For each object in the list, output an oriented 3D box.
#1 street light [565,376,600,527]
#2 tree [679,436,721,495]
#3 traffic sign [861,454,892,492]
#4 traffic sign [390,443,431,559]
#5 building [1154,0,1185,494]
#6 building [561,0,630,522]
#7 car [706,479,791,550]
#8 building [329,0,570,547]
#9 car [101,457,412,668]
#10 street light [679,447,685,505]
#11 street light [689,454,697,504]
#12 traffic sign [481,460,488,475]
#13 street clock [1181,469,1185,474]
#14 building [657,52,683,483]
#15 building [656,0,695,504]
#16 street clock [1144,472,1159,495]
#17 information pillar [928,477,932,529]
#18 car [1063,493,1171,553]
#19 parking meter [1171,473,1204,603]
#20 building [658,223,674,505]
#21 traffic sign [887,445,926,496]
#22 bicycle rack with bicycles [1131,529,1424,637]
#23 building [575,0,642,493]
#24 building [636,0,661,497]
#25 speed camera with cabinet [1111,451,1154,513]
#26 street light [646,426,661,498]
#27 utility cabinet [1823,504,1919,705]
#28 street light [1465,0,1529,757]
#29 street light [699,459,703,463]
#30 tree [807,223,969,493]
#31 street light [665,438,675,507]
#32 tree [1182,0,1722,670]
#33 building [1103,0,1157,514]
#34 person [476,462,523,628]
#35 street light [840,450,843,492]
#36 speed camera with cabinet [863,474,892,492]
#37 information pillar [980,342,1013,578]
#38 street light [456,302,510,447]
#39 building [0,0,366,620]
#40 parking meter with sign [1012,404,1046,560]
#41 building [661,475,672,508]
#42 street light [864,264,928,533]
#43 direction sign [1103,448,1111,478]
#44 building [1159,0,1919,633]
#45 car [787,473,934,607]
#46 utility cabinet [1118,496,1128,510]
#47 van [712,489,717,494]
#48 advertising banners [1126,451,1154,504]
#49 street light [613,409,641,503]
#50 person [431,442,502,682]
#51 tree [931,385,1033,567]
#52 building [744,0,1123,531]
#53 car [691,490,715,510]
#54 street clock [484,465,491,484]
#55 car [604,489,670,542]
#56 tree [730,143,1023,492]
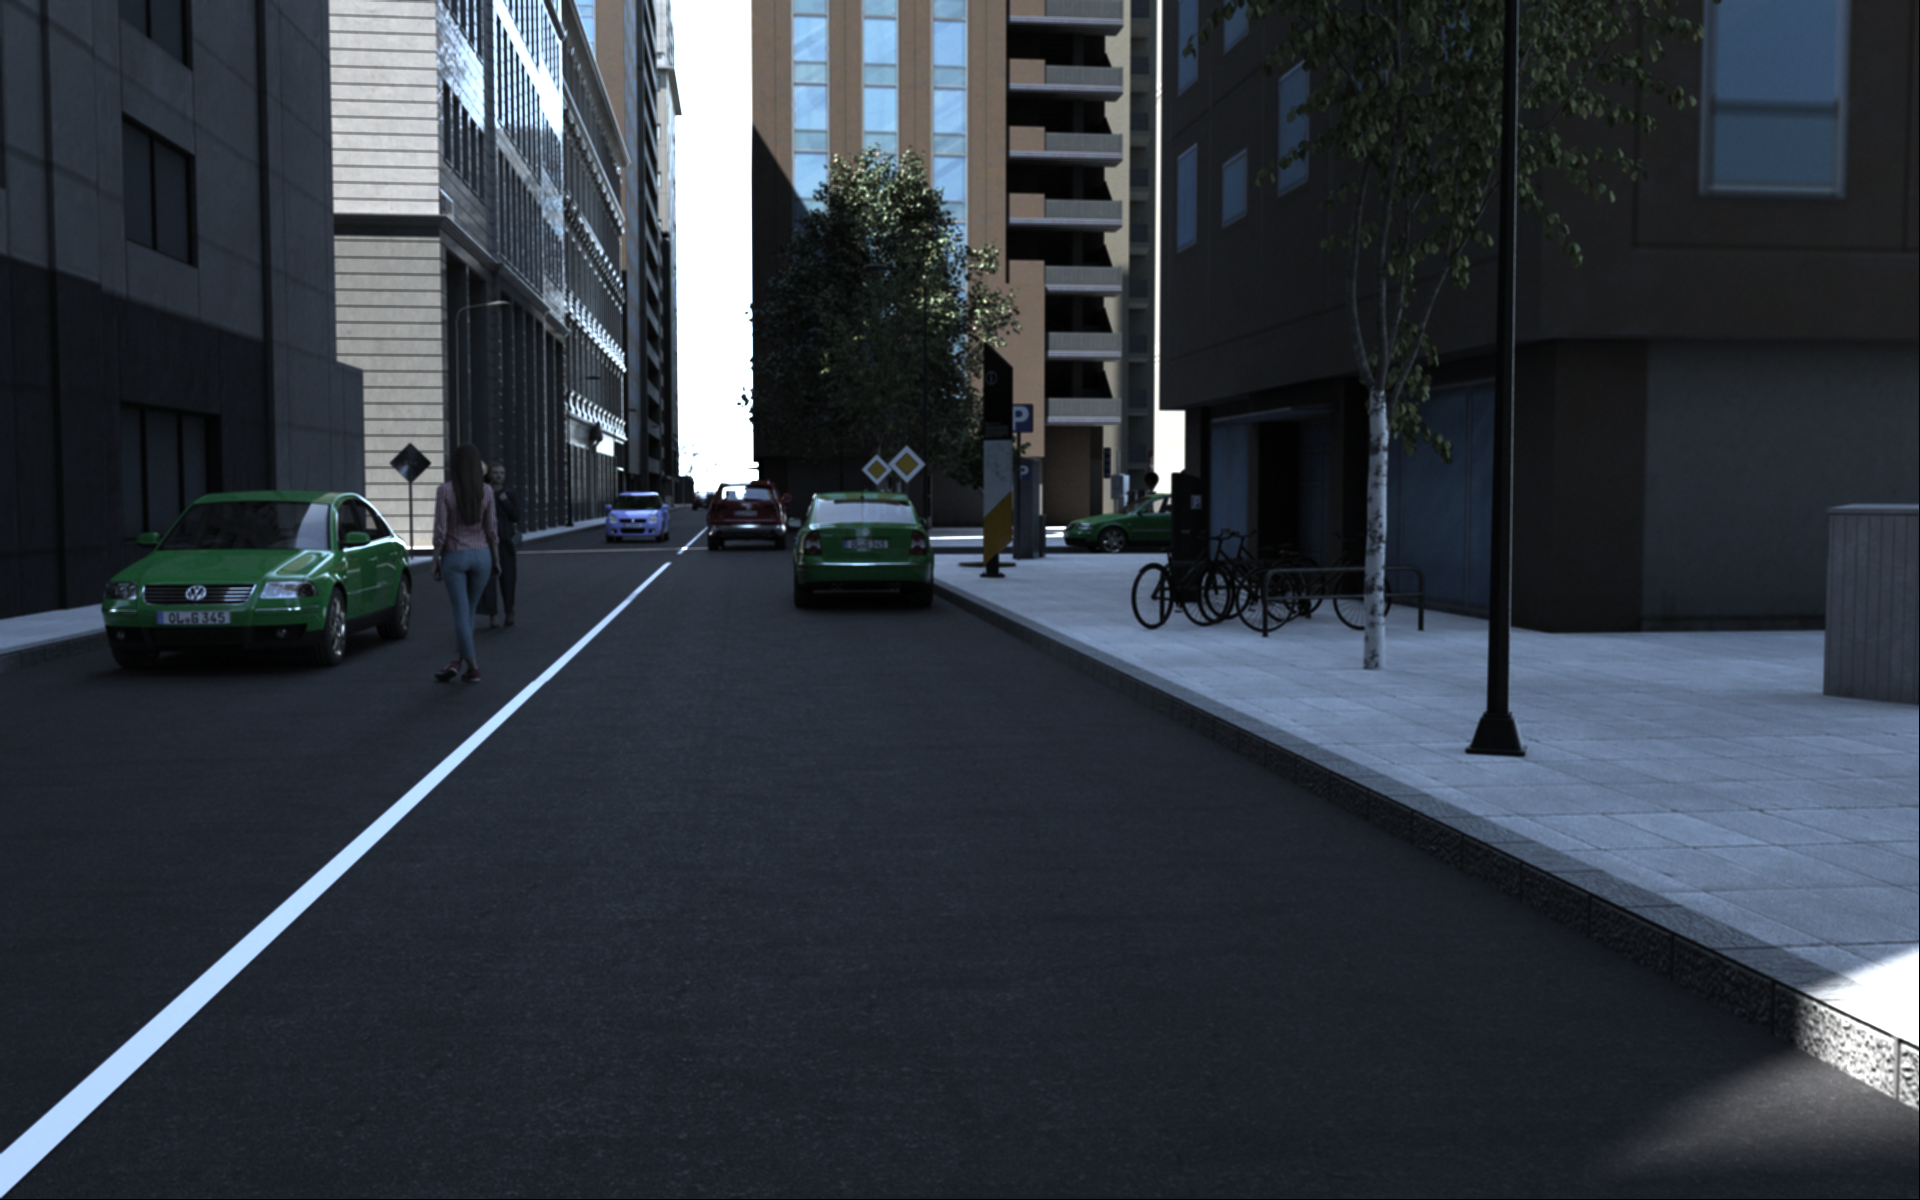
[{"bbox_3d":[-14.891,-5.860,68.350,1.470,5.913,1.316,0,4,-7],"label":"street light"},{"bbox_3d":[-41.735,-20.684,272.598,8.767,10.594,7.601,0,4,-6],"label":"tree"},{"bbox_3d":[-2.073,-2.420,43.203,0.795,2.450,0.064,0,4,-7],"label":"traffic sign"},{"bbox_3d":[-10.806,-1.862,34.090,0.795,2.450,0.064,0,4,-7],"label":"traffic sign"},{"bbox_3d":[17.755,-26.464,56.391,21.600,48.544,21.300,0,4,-7],"label":"building"},{"bbox_3d":[-27.172,-19.248,91.116,17.030,29.872,44.131,0,4,-7],"label":"building"},{"bbox_3d":[-5.644,-2.296,46.210,2.281,1.827,5.304,0,4,-5],"label":"car"},{"bbox_3d":[-19.600,-16.965,54.878,11.434,29.767,29.804,0,4,-7],"label":"building"},{"bbox_3d":[-6.220,-0.423,15.718,1.959,1.807,4.718,0,4,-7],"label":"car"},{"bbox_3d":[-27.747,-12.104,170.440,1.470,5.913,1.316,0,4,-7],"label":"street light"},{"bbox_3d":[-31.465,-13.946,200.558,1.470,5.913,1.316,0,4,-7],"label":"street light"},{"bbox_3d":[-11.795,-2.347,42.014,0.795,2.450,0.064,0,4,-7],"label":"traffic sign"},{"bbox_3d":[6.523,-2.749,49.512,0.471,2.002,0.358,-1,4,-13],"label":"street clock"},{"bbox_3d":[-48.366,-37.990,210.373,28.713,52.752,27.495,0,4,-7],"label":"building"},{"bbox_3d":[-49.884,-49.963,255.152,20.563,71.187,20.611,0,4,-7],"label":"building"},{"bbox_3d":[6.203,-3.160,56.232,0.471,2.002,0.358,1,4,12],"label":"street clock"},{"bbox_3d":[-1.177,-3.565,62.783,0.304,2.012,0.304,0,4,3],"label":"information pillar"},{"bbox_3d":[4.825,-2.000,41.498,4.718,1.807,1.959,-1,4,-8],"label":"car"},{"bbox_3d":[2.697,-0.746,20.610,0.372,1.533,0.369,0,3,0],"label":"parking meter"},{"bbox_3d":[-37.605,-25.103,182.142,14.160,30.474,14.107,0,4,-7],"label":"building"},{"bbox_3d":[-1.084,-1.935,35.279,0.795,2.450,0.064,0,4,-7],"label":"traffic sign"},{"bbox_3d":[2.967,-0.206,16.747,2.925,0.926,2.852,-2,4,-24],"label":"bicycle rack with bicycles"},{"bbox_3d":[-30.091,-28.862,121.997,14.600,45.320,14.200,0,4,-7],"label":"building"},{"bbox_3d":[-35.565,-31.535,139.298,21.300,48.544,21.600,0,4,-7],"label":"building"},{"bbox_3d":[7.938,-5.204,79.426,2.038,3.252,0.660,3,4,36],"label":"speed camera with cabinet"},{"bbox_3d":[-21.190,-8.885,117.812,1.470,5.913,1.316,0,4,-7],"label":"street light"},{"bbox_3d":[5.879,0.031,10.654,0.306,1.237,1.020,-2,4,-32],"label":"utility cabinet"},{"bbox_3d":[2.140,-2.193,8.392,1.470,5.913,1.316,0,4,-7],"label":"street light"},{"bbox_3d":[-34.795,-15.554,226.852,1.470,5.913,1.316,0,4,-7],"label":"street light"},{"bbox_3d":[-1.883,-5.868,46.312,4.737,8.622,4.395,0,3,0],"label":"tree"},{"bbox_3d":[-24.415,-10.494,144.119,1.470,5.913,1.316,0,4,-7],"label":"street light"},{"bbox_3d":[3.280,-3.797,12.441,4.737,8.622,4.395,0,3,0],"label":"tree"},{"bbox_3d":[0.484,-27.494,104.157,22.147,44.769,28.867,0,4,-7],"label":"building"},{"bbox_3d":[-5.017,-0.598,18.692,0.576,1.772,0.534,-1,4,-21],"label":"person"},{"bbox_3d":[-4.986,-5.652,64.956,1.470,5.913,1.316,0,4,-7],"label":"street light"},{"bbox_3d":[-3.047,-4.279,64.299,0.660,3.252,2.038,1,4,13],"label":"speed camera with cabinet"},{"bbox_3d":[0.571,-2.155,26.585,0.504,3.616,0.183,2,4,32],"label":"information pillar"},{"bbox_3d":[-11.544,-4.240,41.863,1.470,5.913,1.316,0,4,-7],"label":"street light"},{"bbox_3d":[-20.693,-35.624,20.698,20.611,71.187,20.563,0,4,-7],"label":"building"},{"bbox_3d":[1.345,-2.335,34.436,0.543,3.016,1.738,1,4,14],"label":"parking meter with sign"},{"bbox_3d":[-43.653,-28.749,161.931,32.217,40.220,23.993,0,4,-7],"label":"building"},{"bbox_3d":[-1.245,-3.833,35.210,1.470,5.913,1.316,0,4,-7],"label":"street light"},{"bbox_3d":[6.937,-5.679,84.847,0.876,3.537,0.379,0,4,2],"label":"direction sign"},{"bbox_3d":[11.110,-22.747,22.024,14.600,45.320,14.200,0,4,-7],"label":"building"},{"bbox_3d":[-1.367,-0.898,23.477,1.959,1.807,4.718,0,4,-5],"label":"car"},{"bbox_3d":[7.135,-3.886,74.694,0.306,1.237,1.020,2,4,27],"label":"utility cabinet"},{"bbox_3d":[-24.809,-10.193,173.672,2.013,2.044,4.112,0,4,-6],"label":"van"},{"bbox_3d":[7.449,-4.587,71.192,0.090,3.025,2.074,-2,4,-28],"label":"advertising banners"},{"bbox_3d":[-18.324,-7.467,94.631,1.470,5.913,1.316,0,4,-7],"label":"street light"},{"bbox_3d":[-3.761,-0.289,13.237,0.388,1.821,0.555,3,5,45],"label":"person"},{"bbox_3d":[0.474,-2.223,30.949,1.663,3.219,1.824,0,3,0],"label":"tree"},{"bbox_3d":[-1.724,-25.772,71.478,14.600,45.320,14.200,0,4,-7],"label":"building"},{"bbox_3d":[-23.119,-9.047,156.592,2.281,1.827,5.304,0,4,-6],"label":"car"},{"bbox_3d":[-11.830,-2.358,43.123,0.358,2.002,0.471,0,4,-3],"label":"street clock"},{"bbox_3d":[-9.780,-2.633,52.638,1.945,1.707,3.694,0,4,-5],"label":"car"},{"bbox_3d":[-2.778,-8.543,56.685,9.611,12.733,9.660,0,3,0],"label":"tree"}]
